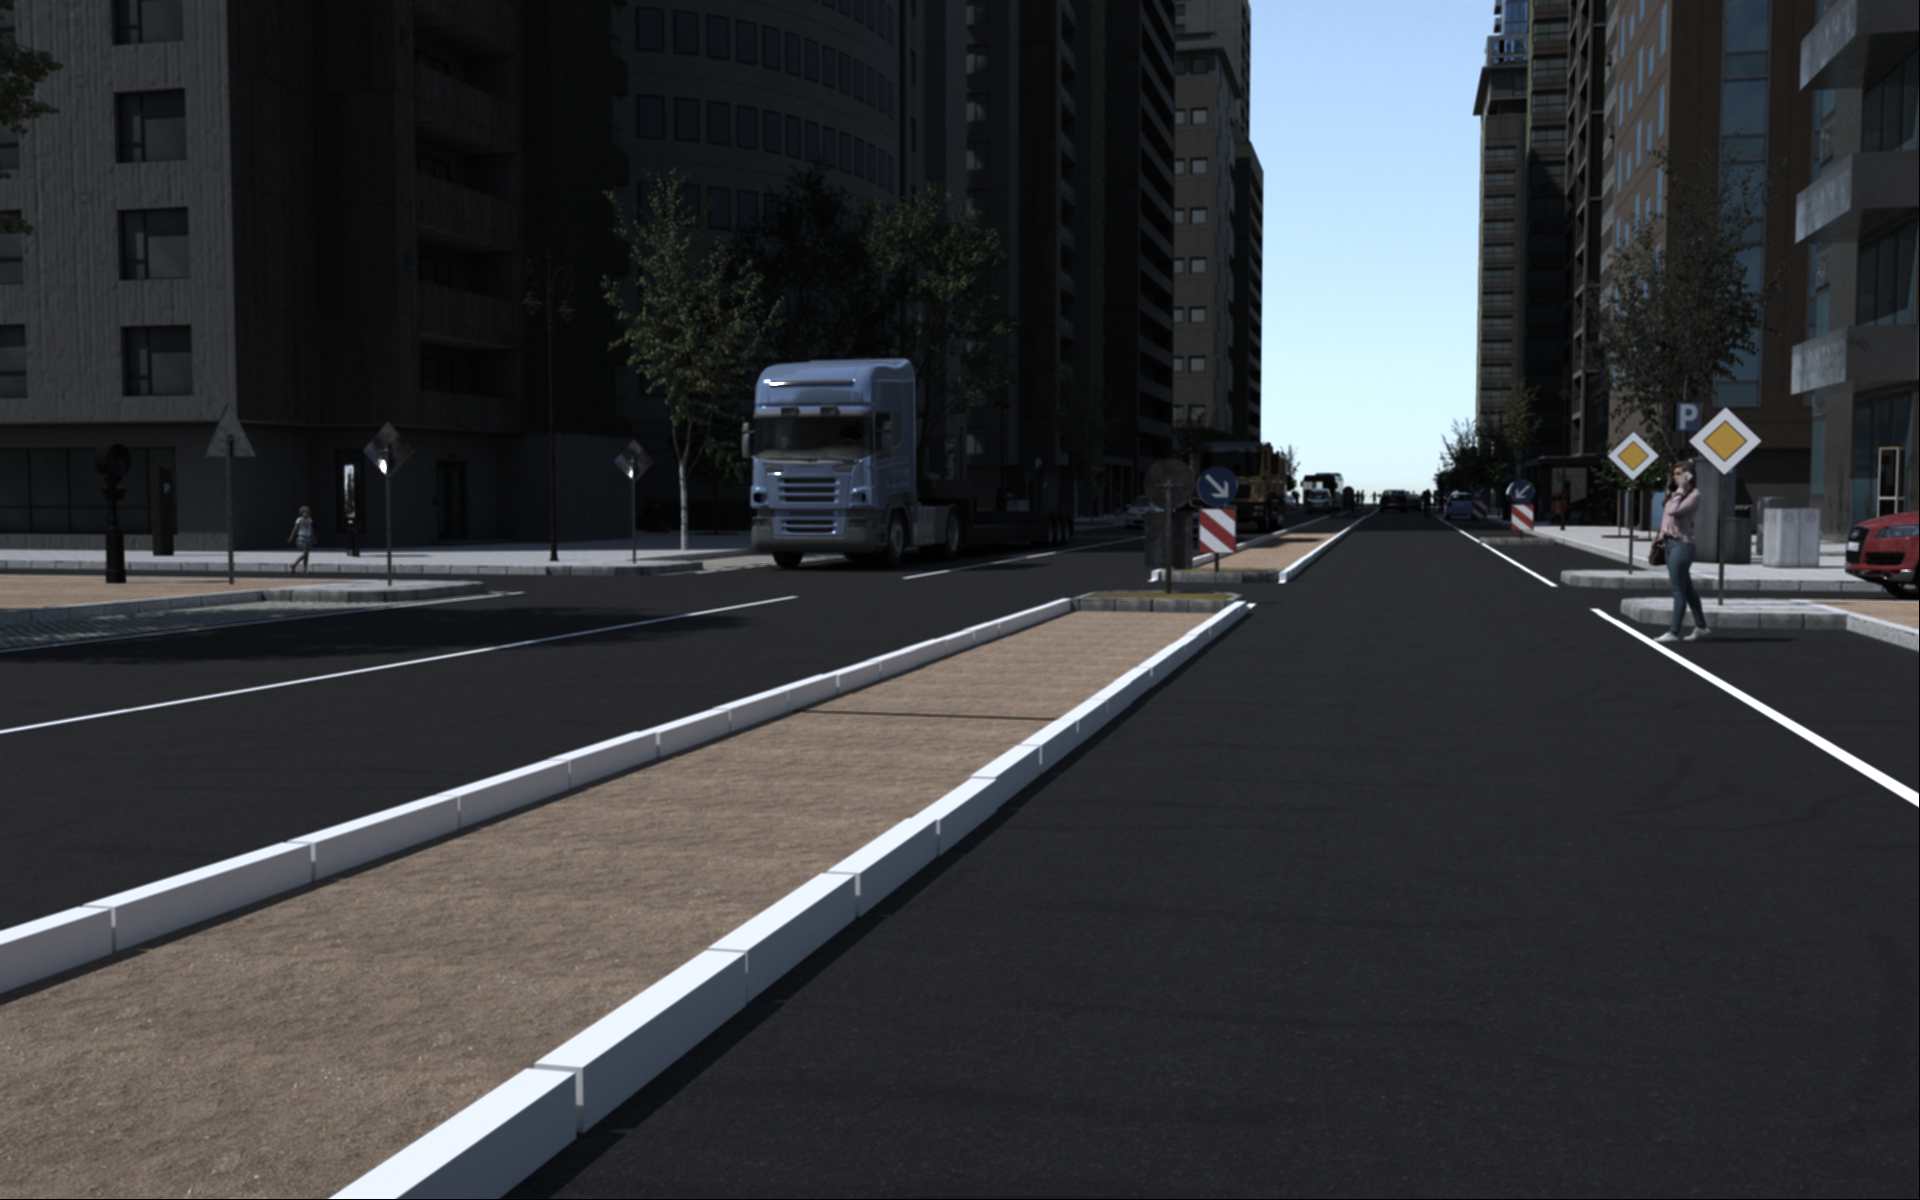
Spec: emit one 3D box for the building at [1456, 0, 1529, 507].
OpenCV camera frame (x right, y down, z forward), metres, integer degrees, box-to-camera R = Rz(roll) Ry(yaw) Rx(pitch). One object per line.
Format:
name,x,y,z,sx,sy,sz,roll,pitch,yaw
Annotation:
building,80.054,-56.380,234.481,22.319,86.520,31.000,1,4,14

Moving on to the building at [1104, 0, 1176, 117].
building,5.356,-31.558,139.678,21.300,48.544,21.600,1,4,14

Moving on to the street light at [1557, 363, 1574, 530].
street light,21.412,-5.417,61.353,0.468,5.910,1.993,1,4,14

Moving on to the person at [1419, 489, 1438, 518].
person,28.201,-5.819,104.365,1.217,1.743,0.721,1,4,14

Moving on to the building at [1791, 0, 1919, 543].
building,34.008,-25.405,34.974,30.456,49.044,23.786,1,4,14

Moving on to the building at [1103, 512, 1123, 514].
building,1.183,-41.562,117.786,20.563,71.187,20.611,1,4,14

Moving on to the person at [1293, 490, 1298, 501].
person,34.048,-10.263,176.311,0.705,1.822,1.348,3,5,45

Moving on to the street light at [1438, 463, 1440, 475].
street light,70.299,-17.226,254.433,0.468,5.910,1.993,1,4,14

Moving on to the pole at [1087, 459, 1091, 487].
pole,7.367,-6.436,99.079,0.158,3.312,0.155,0,3,0

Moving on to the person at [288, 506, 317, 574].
person,-11.768,-1.073,31.052,0.382,1.210,0.505,1,4,19

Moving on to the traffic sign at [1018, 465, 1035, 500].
traffic sign,2.879,-4.585,75.064,0.768,2.556,0.104,1,4,20

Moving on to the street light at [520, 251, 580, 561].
street light,-7.797,-3.688,33.089,0.468,5.910,1.993,1,4,14

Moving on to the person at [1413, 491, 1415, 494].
person,43.887,-9.687,167.402,1.217,1.766,0.721,3,5,44

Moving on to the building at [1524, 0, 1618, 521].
building,44.824,-23.969,83.768,32.217,40.220,23.993,1,4,14

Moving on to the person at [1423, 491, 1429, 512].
person,37.668,-7.989,139.921,0.445,1.727,0.742,1,4,17

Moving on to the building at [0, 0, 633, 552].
building,-17.925,-16.668,44.229,14.160,30.474,14.107,1,4,14

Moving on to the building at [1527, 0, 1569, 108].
building,49.616,-27.303,130.000,14.154,41.232,14.086,1,4,14

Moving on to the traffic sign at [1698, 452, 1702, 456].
traffic sign,14.583,-2.032,33.322,0.768,2.556,0.104,1,4,21

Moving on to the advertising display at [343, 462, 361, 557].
advertising display,-12.492,-1.859,35.604,0.123,1.923,0.974,-2,4,-32

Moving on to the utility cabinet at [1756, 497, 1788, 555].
utility cabinet,17.180,-1.557,36.626,0.306,1.237,1.020,3,5,44

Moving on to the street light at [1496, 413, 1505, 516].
street light,30.893,-7.727,99.127,0.468,5.910,1.993,1,4,14

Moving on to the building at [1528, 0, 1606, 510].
building,48.623,-41.176,111.476,20.563,71.187,20.611,1,4,14

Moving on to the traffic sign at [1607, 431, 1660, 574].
traffic sign,10.715,-1.467,27.627,0.795,2.450,0.064,1,4,14

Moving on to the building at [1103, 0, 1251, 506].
building,32.955,-49.577,248.835,20.563,71.187,20.611,1,4,14

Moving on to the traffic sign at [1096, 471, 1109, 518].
traffic sign,7.720,-5.739,93.943,0.768,2.556,0.104,1,4,23

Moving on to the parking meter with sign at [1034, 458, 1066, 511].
parking meter with sign,4.422,-5.400,84.543,1.738,3.016,0.543,-3,5,-44

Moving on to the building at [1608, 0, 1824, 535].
building,30.385,-24.960,58.211,14.600,45.320,14.200,1,4,14

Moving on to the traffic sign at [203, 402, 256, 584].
traffic sign,-10.356,-1.501,24.544,0.884,2.594,0.081,1,4,17

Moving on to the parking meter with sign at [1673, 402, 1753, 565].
parking meter with sign,14.036,-2.199,32.219,0.543,3.016,1.738,-1,4,-15

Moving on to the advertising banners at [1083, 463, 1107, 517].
advertising banners,7.510,-6.094,95.827,0.090,3.025,2.074,3,5,42

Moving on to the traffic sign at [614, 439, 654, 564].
traffic sign,-5.999,-1.726,31.861,0.795,2.450,0.064,1,4,14

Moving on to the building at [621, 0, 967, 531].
building,-13.274,-32.429,72.219,21.231,58.520,28.212,1,4,14

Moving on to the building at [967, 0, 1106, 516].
building,0.259,-25.428,99.344,14.154,41.232,14.086,1,4,14

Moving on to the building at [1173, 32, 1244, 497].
building,18.074,-37.732,206.150,28.713,52.752,27.495,1,4,14

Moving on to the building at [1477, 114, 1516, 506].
building,63.770,-30.872,188.345,14.154,41.232,14.086,1,4,14

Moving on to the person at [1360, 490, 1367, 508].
person,41.228,-10.313,176.988,0.599,1.838,0.709,-1,4,-11

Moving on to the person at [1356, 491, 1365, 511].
person,34.160,-8.518,148.493,1.217,1.735,0.721,3,4,39

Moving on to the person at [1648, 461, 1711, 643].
person,7.026,-0.470,16.776,0.643,1.750,0.593,0,4,1

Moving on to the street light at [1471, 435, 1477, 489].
street light,40.142,-9.953,135.518,0.468,5.910,1.993,1,4,14

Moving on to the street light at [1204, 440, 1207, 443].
street light,20.447,-10.496,144.403,0.468,5.910,1.993,1,4,14

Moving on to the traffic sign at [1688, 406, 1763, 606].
traffic sign,8.757,-0.993,19.885,0.795,2.450,0.064,1,4,14

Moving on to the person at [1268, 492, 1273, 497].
person,18.848,-5.852,104.961,0.721,1.735,1.217,3,5,43

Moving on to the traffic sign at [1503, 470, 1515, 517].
traffic sign,28.785,-5.532,90.558,0.768,2.556,0.104,1,4,20

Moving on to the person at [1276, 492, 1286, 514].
person,22.902,-7.037,123.430,0.709,1.838,0.599,2,4,26

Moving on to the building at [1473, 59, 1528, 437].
building,76.219,-37.745,206.369,28.713,52.752,27.495,1,4,14

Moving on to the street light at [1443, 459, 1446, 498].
street light,60.783,-14.956,217.317,0.468,5.910,1.993,1,4,14

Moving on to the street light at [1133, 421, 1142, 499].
street light,10.893,-8.193,106.743,0.468,5.910,1.993,1,4,14

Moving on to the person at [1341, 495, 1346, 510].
person,33.756,-8.857,153.834,1.217,1.766,0.721,0,4,6

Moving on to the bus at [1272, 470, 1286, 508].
bus,24.191,-8.920,137.392,2.896,3.916,12.252,1,4,15

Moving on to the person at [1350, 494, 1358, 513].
person,30.344,-7.637,134.066,1.217,1.736,0.721,-2,4,-24

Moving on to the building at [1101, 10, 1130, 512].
building,10.678,-44.105,159.373,20.563,71.187,20.611,1,4,14

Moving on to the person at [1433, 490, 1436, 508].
person,47.667,-10.109,173.798,0.705,1.823,1.348,1,4,14

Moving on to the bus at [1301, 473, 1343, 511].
bus,30.837,-9.298,146.881,2.948,3.499,13.247,1,4,16

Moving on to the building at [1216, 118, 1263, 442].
building,28.318,-37.019,228.968,21.300,48.544,21.600,1,4,14

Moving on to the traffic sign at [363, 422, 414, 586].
traffic sign,-7.958,-1.252,24.119,0.795,2.450,0.064,1,4,14

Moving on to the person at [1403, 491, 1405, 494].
person,44.385,-10.044,173.277,0.990,1.755,0.434,2,4,34

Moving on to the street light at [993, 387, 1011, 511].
street light,1.719,-5.976,70.490,0.468,5.910,1.993,1,4,14

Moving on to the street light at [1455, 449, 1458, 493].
street light,49.603,-12.259,173.219,0.468,5.910,1.993,1,4,14

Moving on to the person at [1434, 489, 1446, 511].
person,39.992,-8.286,143.912,0.705,1.831,1.348,-2,4,-33
